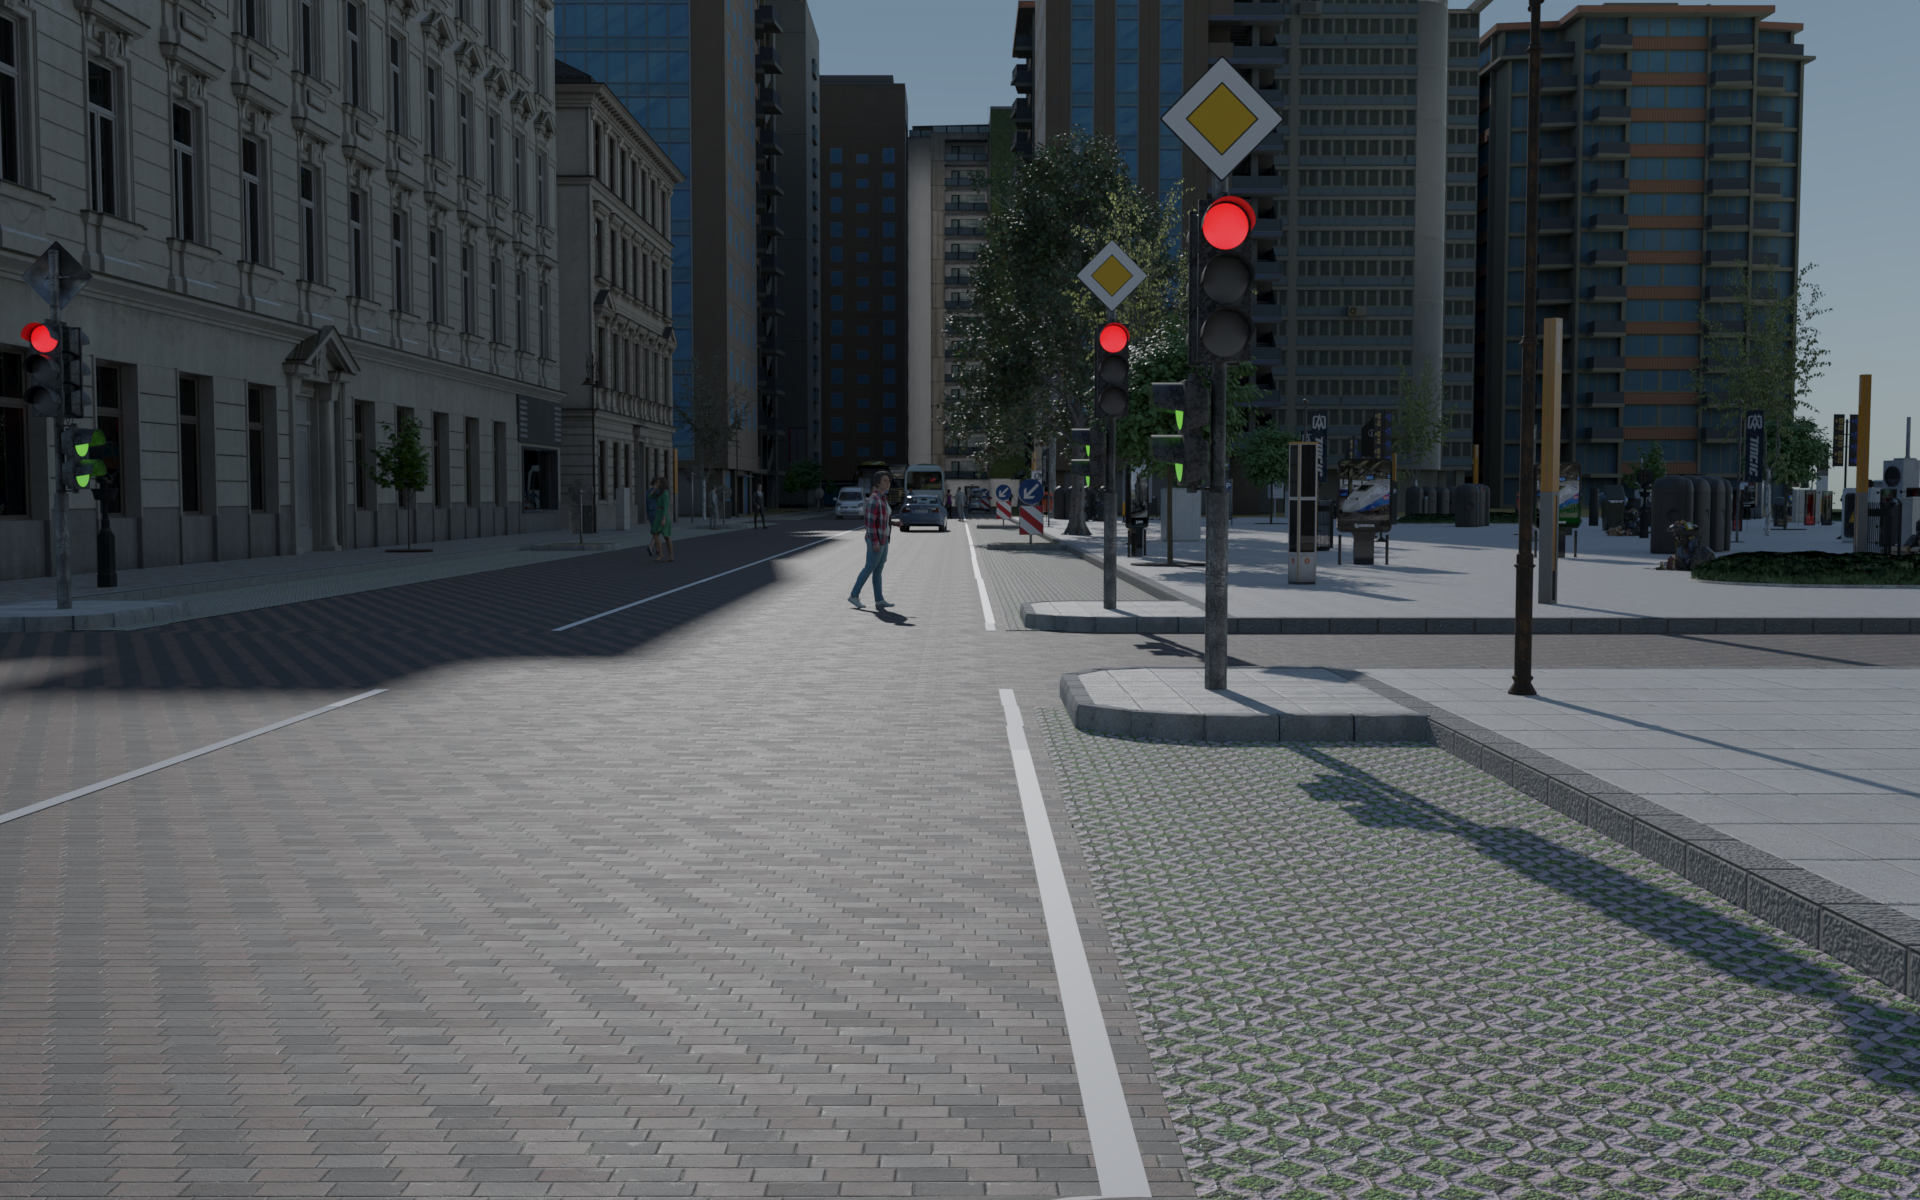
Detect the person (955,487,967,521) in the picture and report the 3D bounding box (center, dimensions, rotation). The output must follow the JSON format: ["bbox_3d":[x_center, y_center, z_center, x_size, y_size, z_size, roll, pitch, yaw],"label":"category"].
[{"bbox_3d":[0.015,-5.037,90.952,0.635,1.810,0.391,-3,5,-42],"label":"person"}]

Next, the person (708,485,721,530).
[{"bbox_3d":[-9.871,-3.713,69.307,0.391,1.810,0.635,-3,4,-36],"label":"person"}]

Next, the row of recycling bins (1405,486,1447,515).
[{"bbox_3d":[23.732,-4.876,86.833,3.534,1.692,1.069,-2,4,-35],"label":"row of recycling bins"}]

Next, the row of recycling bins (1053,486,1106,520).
[{"bbox_3d":[6.165,-4.887,87.016,3.534,1.692,1.069,3,5,40],"label":"row of recycling bins"}]

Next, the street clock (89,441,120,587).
[{"bbox_3d":[-11.758,-1.178,23.823,0.358,2.002,0.471,0,4,2],"label":"street clock"}]

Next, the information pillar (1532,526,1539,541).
[{"bbox_3d":[15.560,-2.602,47.033,0.304,2.012,0.304,2,4,32],"label":"information pillar"}]

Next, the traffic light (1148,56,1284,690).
[{"bbox_3d":[1.666,-1.369,11.296,0.839,4.253,0.868,0,3,0],"label":"traffic light"}]

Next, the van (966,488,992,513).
[{"bbox_3d":[1.414,-7.500,129.637,2.013,2.044,4.112,0,4,-1],"label":"van"}]

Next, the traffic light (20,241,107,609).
[{"bbox_3d":[-10.001,-1.855,19.258,0.839,4.253,0.868,0,3,0],"label":"traffic light"}]

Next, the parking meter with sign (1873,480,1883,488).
[{"bbox_3d":[48.859,-5.850,91.905,1.738,3.016,0.543,2,4,33],"label":"parking meter with sign"}]

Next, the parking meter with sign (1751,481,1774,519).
[{"bbox_3d":[41.177,-5.708,89.583,1.738,3.016,0.543,3,4,39],"label":"parking meter with sign"}]

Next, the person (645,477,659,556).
[{"bbox_3d":[-7.122,-1.944,40.307,0.581,1.822,0.654,3,4,38],"label":"person"}]

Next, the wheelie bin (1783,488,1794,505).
[{"bbox_3d":[43.567,-5.073,90.848,0.693,1.594,0.980,0,4,7],"label":"wheelie bin"}]

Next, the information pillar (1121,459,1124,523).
[{"bbox_3d":[7.261,-5.218,76.667,0.183,3.616,0.504,0,4,3],"label":"information pillar"}]

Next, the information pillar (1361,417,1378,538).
[{"bbox_3d":[11.999,-3.634,50.770,0.504,3.616,0.183,2,4,34],"label":"information pillar"}]

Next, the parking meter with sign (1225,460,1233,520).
[{"bbox_3d":[13.444,-5.571,87.345,0.543,3.016,1.738,0,4,-2],"label":"parking meter with sign"}]

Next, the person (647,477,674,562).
[{"bbox_3d":[-6.267,-1.702,36.574,0.529,1.795,0.600,-2,4,-32],"label":"person"}]

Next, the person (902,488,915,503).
[{"bbox_3d":[-2.996,-5.896,104.879,0.705,1.826,1.348,-3,5,-43],"label":"person"}]

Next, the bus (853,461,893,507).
[{"bbox_3d":[-6.583,-8.641,132.833,2.896,3.916,12.252,0,4,-2],"label":"bus"}]

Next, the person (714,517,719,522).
[{"bbox_3d":[-10.513,-3.693,73.889,0.505,1.210,0.382,3,5,40],"label":"person"}]

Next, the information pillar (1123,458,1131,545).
[{"bbox_3d":[4.425,-3.210,43.843,0.183,3.616,0.504,-2,4,-27],"label":"information pillar"}]

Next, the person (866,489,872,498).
[{"bbox_3d":[-6.195,-6.707,118.696,0.750,1.759,0.617,-1,4,-16],"label":"person"}]

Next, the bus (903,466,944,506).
[{"bbox_3d":[-2.457,-7.538,118.109,2.948,3.499,13.247,0,4,-1],"label":"bus"}]

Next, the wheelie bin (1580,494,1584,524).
[{"bbox_3d":[26.623,-4.119,75.248,0.693,1.594,0.980,-1,4,-15],"label":"wheelie bin"}]

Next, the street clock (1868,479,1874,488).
[{"bbox_3d":[44.339,-4.893,84.577,0.471,2.002,0.358,3,5,44],"label":"street clock"}]

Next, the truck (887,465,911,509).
[{"bbox_3d":[-6.076,-10.868,166.604,2.839,4.237,11.283,0,4,2],"label":"truck"}]

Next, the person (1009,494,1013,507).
[{"bbox_3d":[5.083,-10.284,176.267,0.705,1.869,1.348,3,4,37],"label":"person"}]

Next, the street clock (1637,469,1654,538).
[{"bbox_3d":[19.889,-2.798,50.310,0.358,2.002,0.471,-1,4,-19],"label":"street clock"}]

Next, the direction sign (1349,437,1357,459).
[{"bbox_3d":[15.621,-4.703,68.895,0.379,3.537,0.876,2,4,33],"label":"direction sign"}]

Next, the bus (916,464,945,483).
[{"bbox_3d":[-2.692,-9.020,139.022,2.896,3.916,12.252,0,4,0],"label":"bus"}]

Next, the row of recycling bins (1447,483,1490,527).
[{"bbox_3d":[20.188,-3.744,68.325,1.069,1.692,3.534,2,4,26],"label":"row of recycling bins"}]

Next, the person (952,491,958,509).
[{"bbox_3d":[-0.230,-9.569,164.962,0.705,1.824,1.348,3,5,42],"label":"person"}]

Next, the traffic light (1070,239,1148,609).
[{"bbox_3d":[1.661,-1.857,19.281,0.839,4.253,0.868,0,3,0],"label":"traffic light"}]

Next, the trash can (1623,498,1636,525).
[{"bbox_3d":[23.693,-3.065,61.764,0.748,1.137,0.748,0,3,0],"label":"trash can"}]

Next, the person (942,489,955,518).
[{"bbox_3d":[-0.598,-5.715,102.616,1.217,1.739,0.721,-3,4,-38],"label":"person"}]

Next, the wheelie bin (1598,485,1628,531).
[{"bbox_3d":[22.711,-3.207,60.348,0.980,1.594,0.693,0,4,0],"label":"wheelie bin"}]

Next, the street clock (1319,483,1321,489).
[{"bbox_3d":[17.886,-5.039,86.963,0.471,2.002,0.358,1,4,19],"label":"street clock"}]

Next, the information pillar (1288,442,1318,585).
[{"bbox_3d":[4.863,-1.228,24.577,0.304,2.012,0.304,-1,4,-18],"label":"information pillar"}]

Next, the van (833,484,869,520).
[{"bbox_3d":[-6.184,-5.607,98.687,2.013,2.044,4.112,0,4,-1],"label":"van"}]

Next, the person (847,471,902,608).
[{"bbox_3d":[-1.078,-0.772,21.957,0.643,1.720,0.563,1,4,11],"label":"person"}]

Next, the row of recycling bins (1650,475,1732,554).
[{"bbox_3d":[16.189,-1.901,38.194,1.069,1.692,3.534,3,5,40],"label":"row of recycling bins"}]

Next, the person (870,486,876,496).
[{"bbox_3d":[-4.425,-4.904,88.661,0.573,1.828,0.580,-1,4,-22],"label":"person"}]

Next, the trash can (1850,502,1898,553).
[{"bbox_3d":[16.132,-1.159,30.610,0.748,1.137,0.748,0,3,0],"label":"trash can"}]

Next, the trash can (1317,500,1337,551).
[{"bbox_3d":[8.123,-1.678,39.085,0.748,1.137,0.748,0,3,0],"label":"trash can"}]

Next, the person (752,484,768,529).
[{"bbox_3d":[-8.192,-3.838,71.020,0.659,1.850,0.755,-3,5,-39],"label":"person"}]

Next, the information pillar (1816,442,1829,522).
[{"bbox_3d":[38.936,-5.310,78.178,0.504,3.616,0.183,1,4,14],"label":"information pillar"}]
